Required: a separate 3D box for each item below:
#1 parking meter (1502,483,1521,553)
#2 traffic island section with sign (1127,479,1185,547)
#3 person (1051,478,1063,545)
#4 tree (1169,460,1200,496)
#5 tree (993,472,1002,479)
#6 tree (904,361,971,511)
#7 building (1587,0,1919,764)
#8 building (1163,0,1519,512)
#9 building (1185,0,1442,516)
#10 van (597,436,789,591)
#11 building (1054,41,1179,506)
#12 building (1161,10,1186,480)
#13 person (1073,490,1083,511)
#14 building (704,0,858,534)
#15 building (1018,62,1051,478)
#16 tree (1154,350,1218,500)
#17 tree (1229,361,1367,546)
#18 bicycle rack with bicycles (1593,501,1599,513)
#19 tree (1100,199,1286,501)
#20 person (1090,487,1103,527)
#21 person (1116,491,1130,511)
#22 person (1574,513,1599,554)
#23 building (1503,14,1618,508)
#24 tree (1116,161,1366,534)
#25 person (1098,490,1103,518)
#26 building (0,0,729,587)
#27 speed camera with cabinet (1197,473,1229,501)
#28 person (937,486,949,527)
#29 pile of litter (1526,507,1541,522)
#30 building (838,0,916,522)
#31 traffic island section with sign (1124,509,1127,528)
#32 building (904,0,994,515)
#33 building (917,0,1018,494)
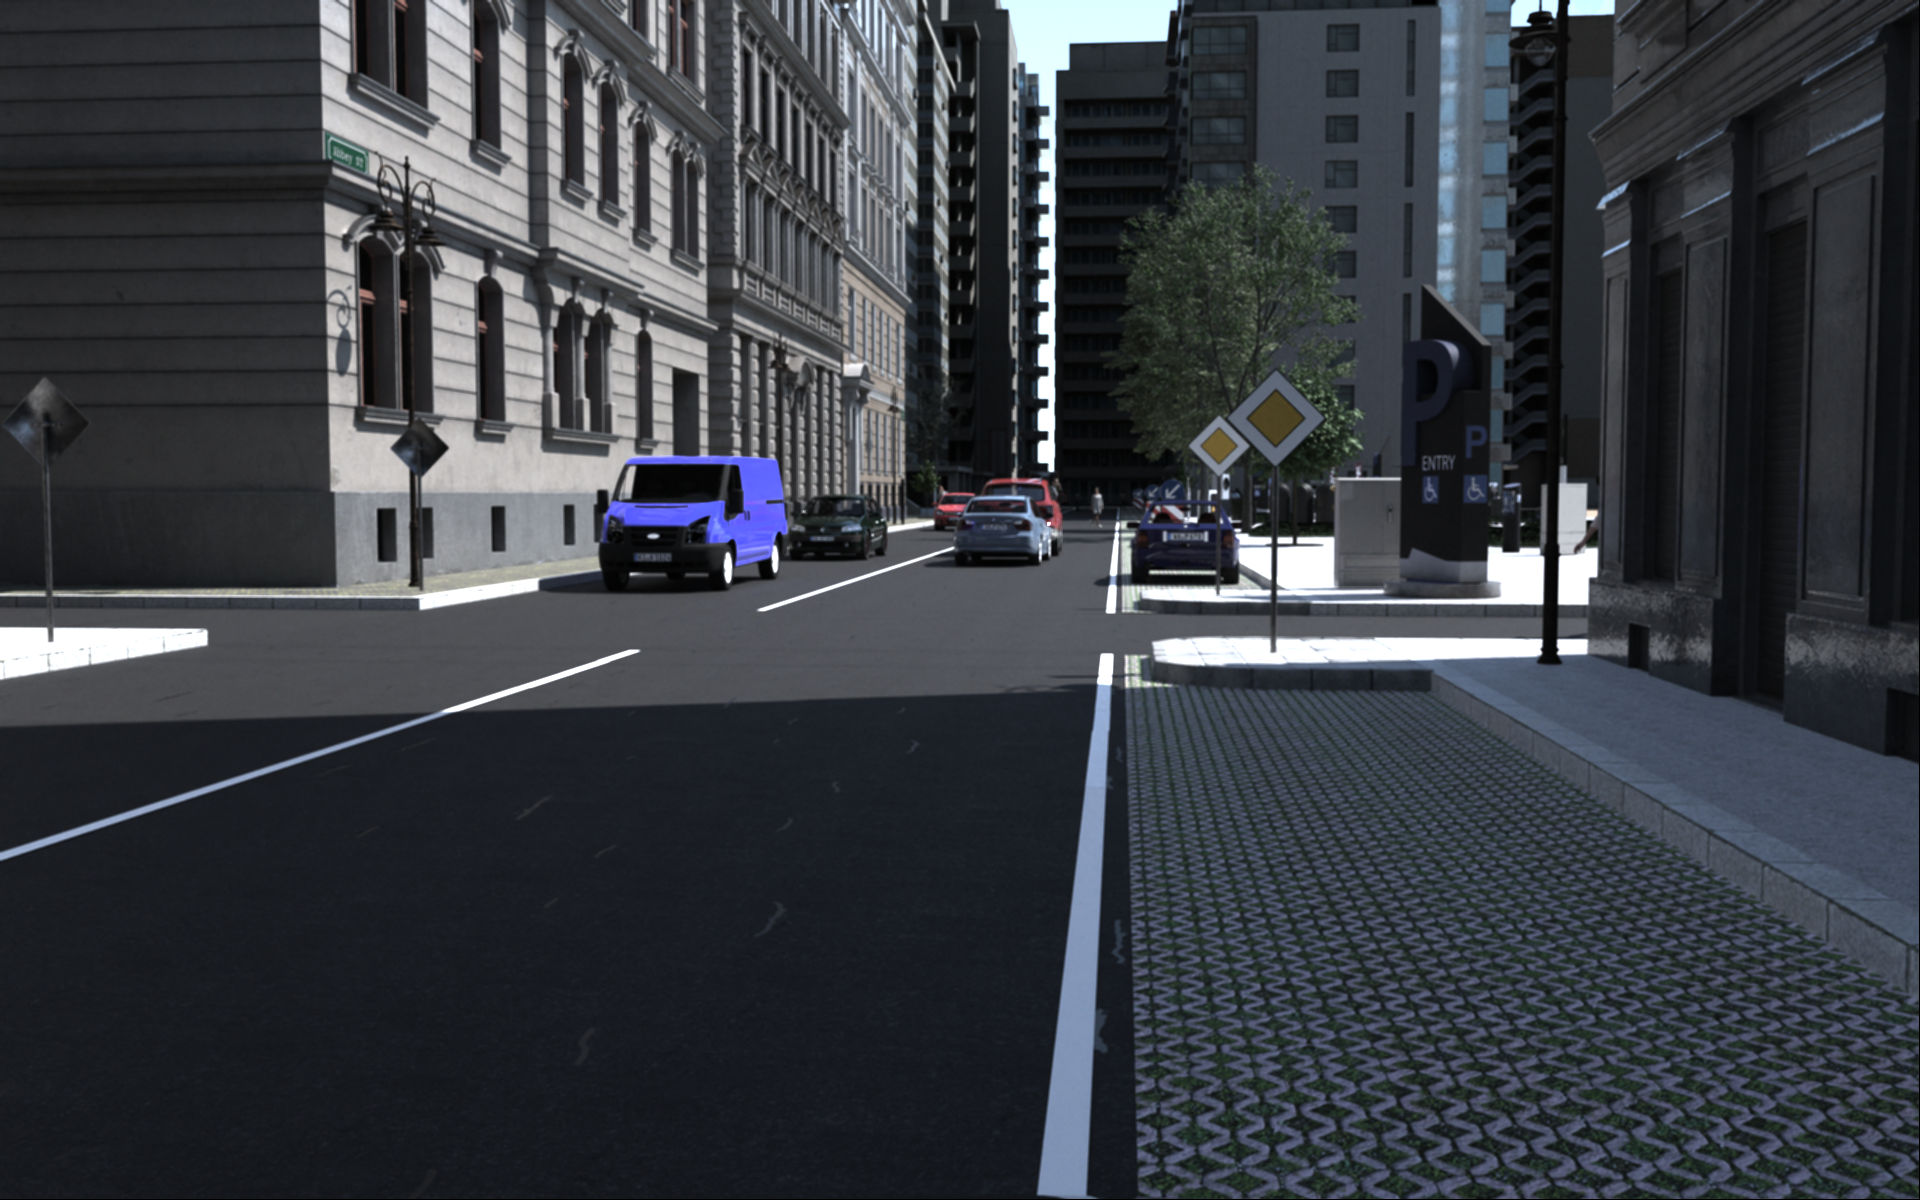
[{"bbox_3d":[12.128,-1.814,38.074,0.372,1.533,0.369,0,3,0],"label":"parking meter"},{"bbox_3d":[5.570,-2.314,46.470,1.989,1.847,2.006,0,4,5],"label":"traffic island section with sign"},{"bbox_3d":[2.712,-2.528,49.188,0.474,1.900,0.648,0,4,6],"label":"person"},{"bbox_3d":[12.524,-6.316,97.872,1.663,3.219,1.824,0,3,0],"label":"tree"},{"bbox_3d":[2.935,-9.543,150.630,1.663,3.219,1.824,0,3,0],"label":"tree"},{"bbox_3d":[-1.605,-8.852,95.093,4.360,8.622,3.978,0,3,0],"label":"tree"},{"bbox_3d":[8.872,-9.468,3.946,9.793,20.994,18.267,0,4,5],"label":"building"},{"bbox_3d":[27.164,-31.017,126.741,23.786,49.044,30.456,0,4,5],"label":"building"},{"bbox_3d":[20.734,-20.381,104.939,14.160,30.474,14.107,0,4,5],"label":"building"},{"bbox_3d":[-4.175,-1.416,27.544,2.240,2.365,5.245,0,4,6],"label":"van"},{"bbox_3d":[21.297,-34.618,189.701,21.600,48.544,21.300,0,4,5],"label":"building"},{"bbox_3d":[29.503,-30.689,156.388,22.147,44.769,28.867,0,4,5],"label":"building"},{"bbox_3d":[9.827,-8.248,144.071,0.721,1.736,1.217,-3,5,-39],"label":"person"},{"bbox_3d":[-10.101,-13.929,56.613,11.050,23.489,19.941,0,4,5],"label":"building"},{"bbox_3d":[-5.117,-35.085,193.246,30.456,49.044,23.786,0,4,5],"label":"building"},{"bbox_3d":[11.366,-8.281,85.764,4.737,8.622,4.395,0,3,0],"label":"tree"},{"bbox_3d":[8.305,-3.630,43.072,4.285,4.588,4.351,0,3,0],"label":"tree"},{"bbox_3d":[30.533,-4.358,84.636,2.852,0.926,2.925,1,4,15],"label":"bicycle rack with bicycles"},{"bbox_3d":[9.182,-9.133,67.454,7.486,12.596,7.792,0,3,0],"label":"tree"},{"bbox_3d":[5.893,-4.030,75.146,0.466,1.731,0.760,-3,5,-43],"label":"person"},{"bbox_3d":[13.980,-8.522,148.538,1.217,1.736,0.721,1,4,9],"label":"person"},{"bbox_3d":[6.551,-0.508,17.473,0.731,1.740,0.598,0,4,-6],"label":"person"},{"bbox_3d":[55.888,-31.225,160.647,14.200,45.320,14.600,0,4,5],"label":"building"},{"bbox_3d":[9.155,-7.952,55.778,9.928,11.665,9.643,0,3,0],"label":"tree"},{"bbox_3d":[8.406,-5.849,105.058,0.541,1.710,0.530,-1,4,-18],"label":"person"},{"bbox_3d":[-13.736,-15.118,34.562,14.401,28.519,23.554,0,4,5],"label":"building"},{"bbox_3d":[10.941,-4.915,74.702,0.660,3.252,2.038,2,4,34],"label":"speed camera with cabinet"},{"bbox_3d":[-0.713,-4.152,76.566,0.592,1.802,0.473,0,4,2],"label":"person"},{"bbox_3d":[20.968,-2.936,61.963,1.719,0.858,1.176,0,4,3],"label":"pile of litter"},{"bbox_3d":[-9.729,-17.773,76.495,13.634,28.700,20.117,0,4,5],"label":"building"},{"bbox_3d":[8.071,-3.968,73.510,1.989,1.847,2.006,0,4,5],"label":"traffic island section with sign"},{"bbox_3d":[-13.727,-27.205,136.676,32.217,40.220,23.993,0,4,5],"label":"building"},{"bbox_3d":[-5.652,-32.976,162.864,21.600,48.544,21.300,0,4,5],"label":"building"}]
